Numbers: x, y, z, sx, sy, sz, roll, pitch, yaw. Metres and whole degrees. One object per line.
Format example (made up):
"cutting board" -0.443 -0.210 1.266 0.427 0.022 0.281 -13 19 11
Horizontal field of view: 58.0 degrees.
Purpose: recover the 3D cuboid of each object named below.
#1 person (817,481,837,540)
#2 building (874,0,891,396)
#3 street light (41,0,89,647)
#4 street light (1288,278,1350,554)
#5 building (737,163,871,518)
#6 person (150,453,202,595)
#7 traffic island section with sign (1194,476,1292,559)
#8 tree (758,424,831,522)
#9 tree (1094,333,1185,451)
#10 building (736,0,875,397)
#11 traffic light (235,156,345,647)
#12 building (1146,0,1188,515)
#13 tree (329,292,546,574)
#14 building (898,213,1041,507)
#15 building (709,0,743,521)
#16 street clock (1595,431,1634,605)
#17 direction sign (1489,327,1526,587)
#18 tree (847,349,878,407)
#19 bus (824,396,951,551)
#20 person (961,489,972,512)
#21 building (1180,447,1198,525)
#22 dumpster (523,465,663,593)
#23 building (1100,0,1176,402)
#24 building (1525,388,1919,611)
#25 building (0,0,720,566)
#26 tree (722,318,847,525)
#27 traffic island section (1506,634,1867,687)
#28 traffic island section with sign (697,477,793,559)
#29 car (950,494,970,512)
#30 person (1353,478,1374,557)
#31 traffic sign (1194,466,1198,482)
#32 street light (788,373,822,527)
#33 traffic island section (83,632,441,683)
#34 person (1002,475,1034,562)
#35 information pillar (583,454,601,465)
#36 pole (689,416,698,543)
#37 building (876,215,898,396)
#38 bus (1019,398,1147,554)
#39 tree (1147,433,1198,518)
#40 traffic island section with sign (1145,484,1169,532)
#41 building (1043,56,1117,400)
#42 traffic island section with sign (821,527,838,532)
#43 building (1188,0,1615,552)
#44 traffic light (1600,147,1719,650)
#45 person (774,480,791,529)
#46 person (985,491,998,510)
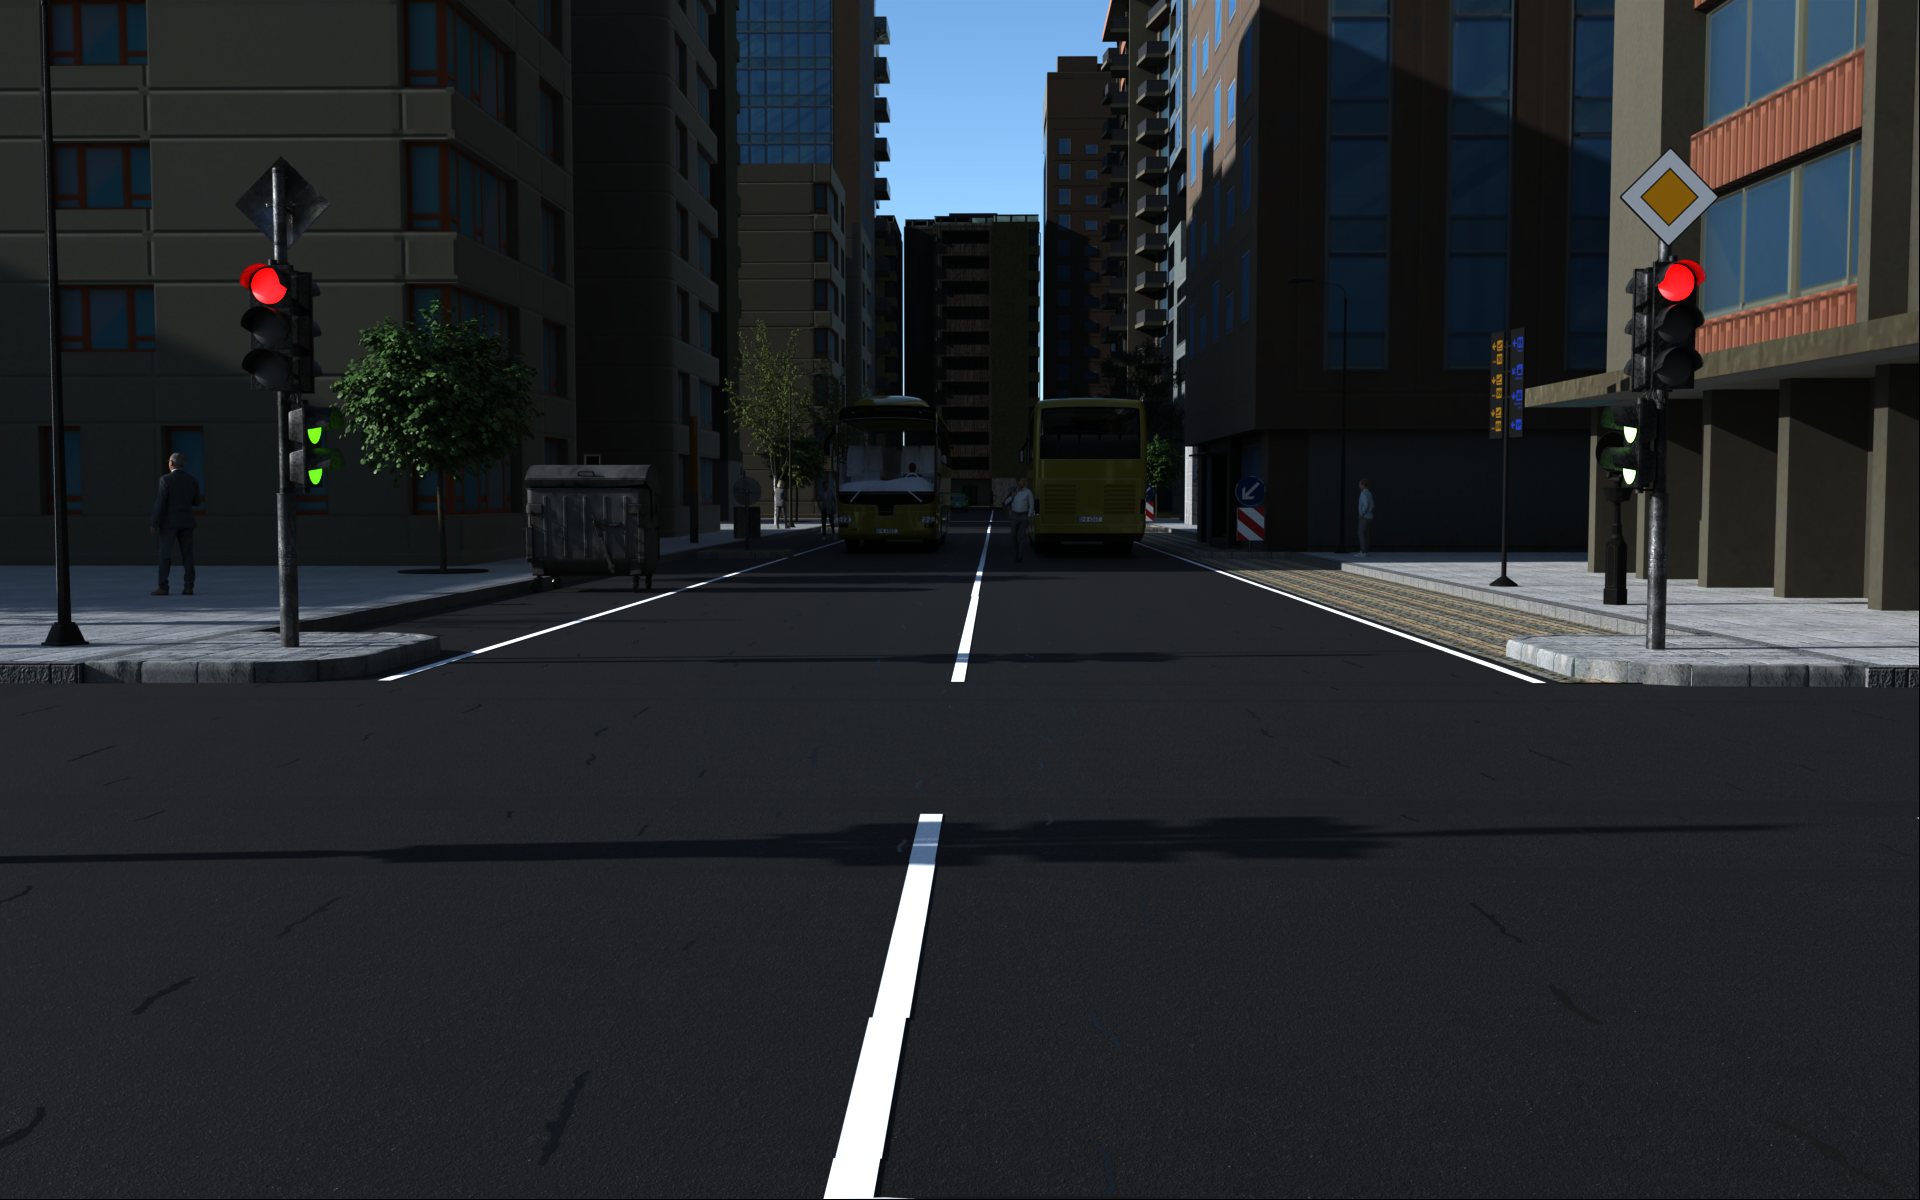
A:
"person" -4.149 -2.805 54.213 0.661 1.843 0.795 1 4 10
"building" -21.643 -32.629 153.097 30.456 49.044 23.786 0 4 1
"street light" -7.077 -2.569 14.548 1.470 5.913 1.316 0 4 1
"street light" 7.727 -3.961 37.303 1.470 5.913 1.316 0 4 1
"building" -20.250 -15.929 105.485 27.650 21.520 28.899 0 4 1
"person" -10.024 -0.969 22.064 0.590 1.801 0.661 2 4 33
"traffic island section with sign" 6.308 -1.853 38.932 1.989 1.847 2.006 0 4 1
"tree" -7.618 -5.879 79.843 4.285 4.588 4.351 0 3 0
"tree" 10.305 -10.102 99.581 7.601 10.594 8.767 -1 4 -10
"building" -13.631 -29.143 126.600 14.600 45.320 14.200 0 4 1
"traffic light" -5.619 -1.561 14.448 0.839 4.253 0.868 0 4 1
"building" 23.040 -49.221 117.433 22.319 86.520 31.000 0 4 1
"tree" -8.528 -2.731 28.366 4.285 4.588 4.351 0 3 0
"building" 1.249 -25.033 180.995 14.107 30.474 14.160 0 4 1
"building" -18.088 -18.836 79.668 14.160 30.474 14.107 0 4 1
"street clock" 7.608 -0.947 20.053 0.358 2.002 0.471 -2 4 -32
"direction sign" 7.582 -1.960 24.047 0.379 3.537 0.876 -1 4 -12
"tree" -6.043 -8.328 86.518 4.737 8.622 4.395 0 3 0
"bus" -1.650 -3.386 46.908 2.896 3.916 12.252 0 4 1
"person" 0.276 -8.084 140.686 1.348 1.822 0.705 0 4 -2
"building" 20.179 -32.420 72.068 21.231 58.520 28.212 0 4 1
"dumpster" -5.402 -1.061 25.568 1.865 1.857 1.264 0 4 1
"building" 23.445 -30.212 148.584 22.147 44.769 28.867 0 4 1
"building" 23.614 -22.549 23.294 28.867 44.769 22.147 0 4 1
"building" -22.386 -12.225 44.916 27.650 21.520 28.899 0 4 1
"tree" -7.706 -7.432 71.881 4.737 8.622 4.395 0 3 0
"traffic island section" 5.780 0.486 14.339 2.009 0.180 2.903 0 4 1
"traffic island section with sign" -4.817 -1.868 39.175 1.989 1.847 2.006 0 4 1
"car" -0.203 -7.828 136.777 1.959 1.807 4.718 0 3 0
"person" 8.284 -1.688 35.458 0.330 1.601 0.589 3 4 38
"traffic sign" 8.473 -3.586 60.753 0.606 2.300 0.079 0 4 6
"street light" -5.975 -5.751 66.570 1.470 5.913 1.316 0 4 1
"traffic island section" -5.658 0.471 14.583 2.009 0.180 2.903 0 4 1
"person" 1.229 -1.715 36.647 0.679 1.850 0.850 1 4 10
"information pillar" -6.789 -1.684 32.026 0.304 2.012 0.304 -1 4 -15
"pole" -6.974 -3.150 45.348 0.158 3.312 0.155 0 3 0
"building" -13.197 -25.065 181.514 14.107 30.474 14.160 0 4 1
"bus" 3.029 -3.236 44.459 2.896 3.916 12.252 0 4 1
"tree" 10.454 -6.647 92.391 4.285 4.588 4.351 0 3 0
"traffic island section with sign" 6.880 -3.502 65.881 1.989 1.847 2.006 0 4 1
"building" 15.941 -32.458 180.797 14.200 45.320 14.600 0 4 1
"traffic island section with sign" -4.237 -3.517 66.124 1.989 1.847 2.006 0 4 1
"building" 13.480 -24.058 43.453 14.600 45.320 14.200 0 4 1
"traffic light" 5.740 -1.548 14.226 0.839 4.253 0.868 0 4 1
"person" -6.639 -3.556 64.367 0.537 1.800 0.526 3 5 40
"person" 2.867 -9.038 156.957 1.217 1.739 0.721 1 4 15
